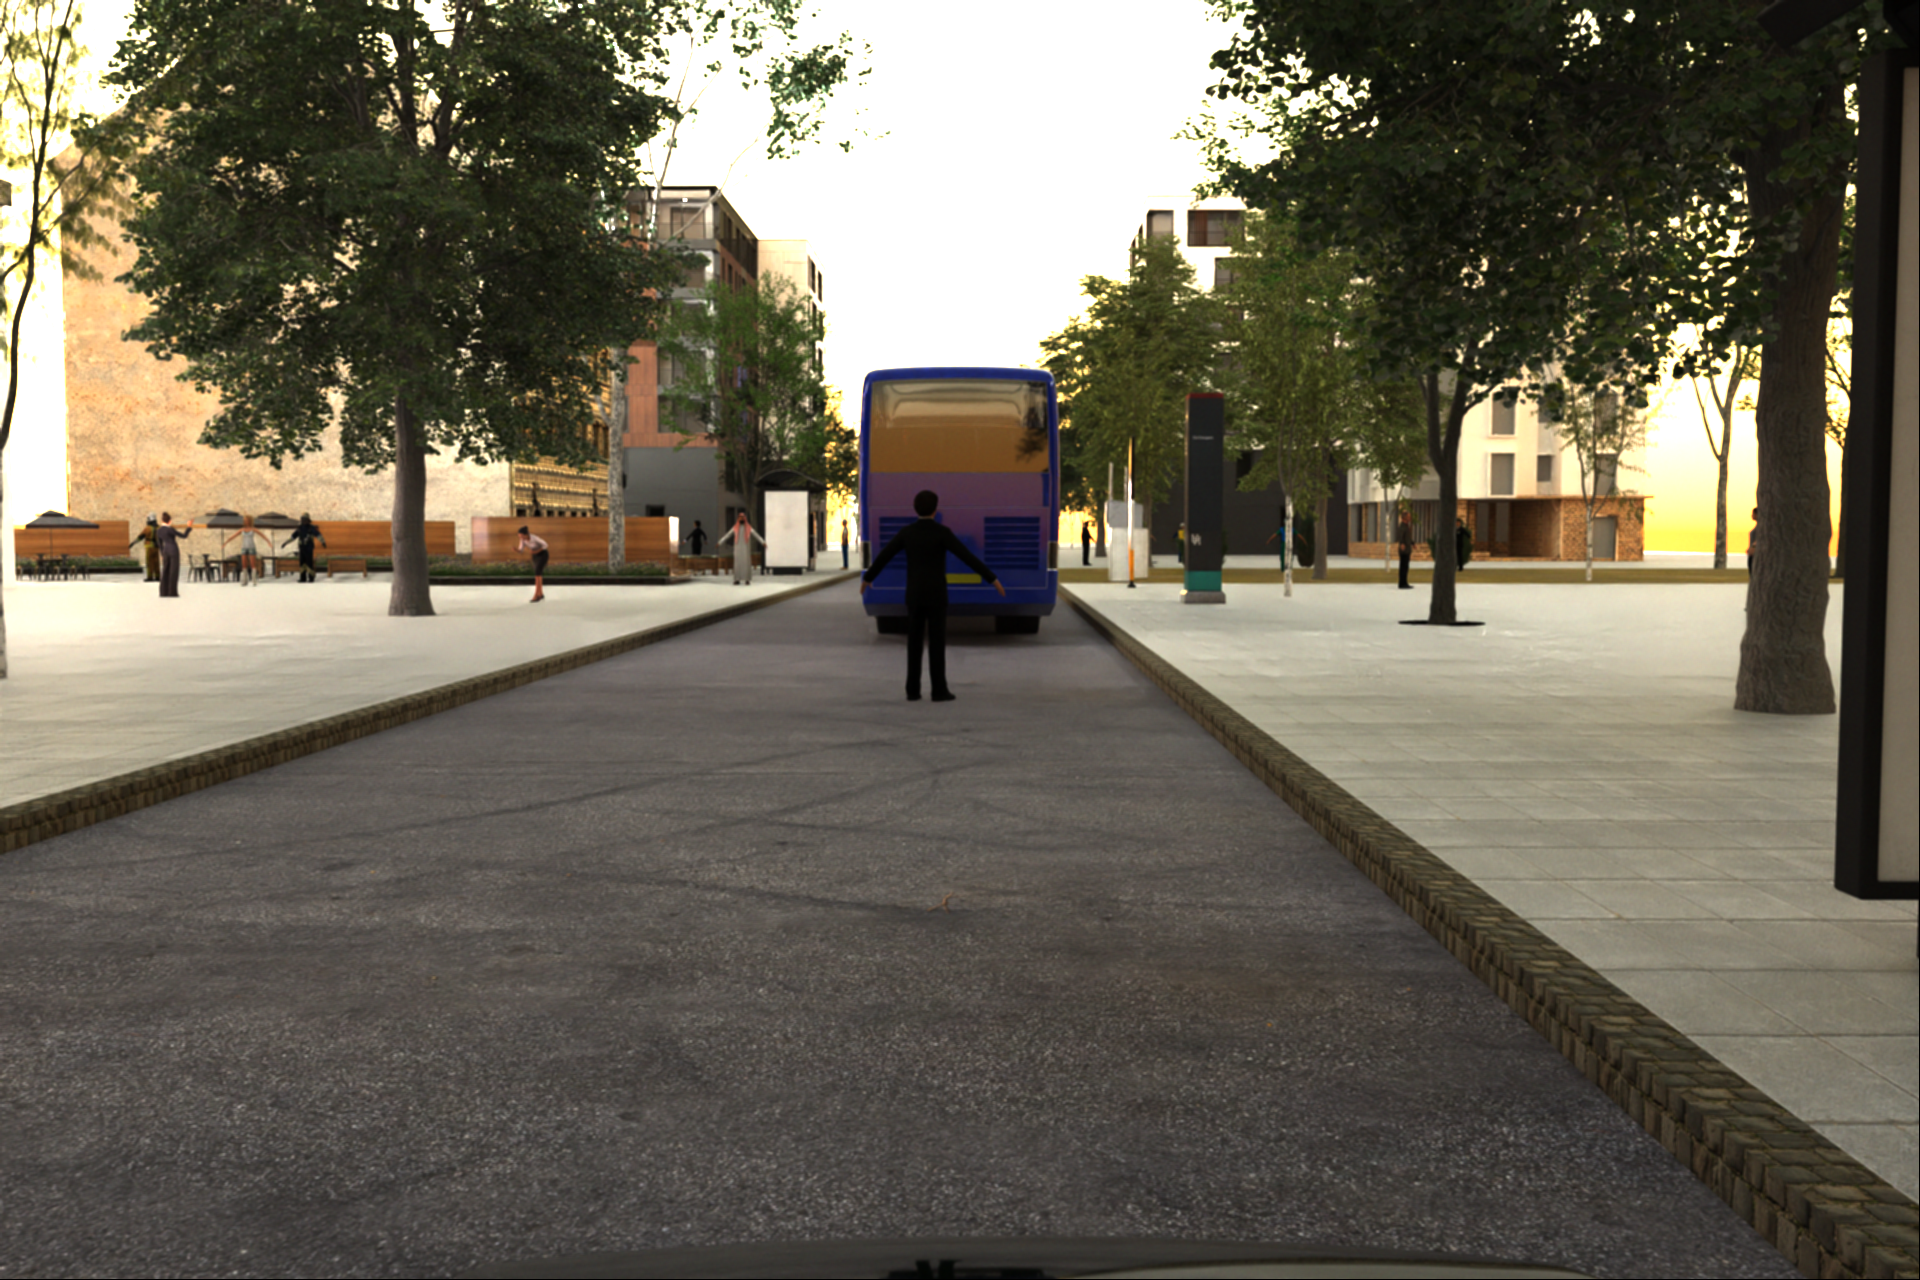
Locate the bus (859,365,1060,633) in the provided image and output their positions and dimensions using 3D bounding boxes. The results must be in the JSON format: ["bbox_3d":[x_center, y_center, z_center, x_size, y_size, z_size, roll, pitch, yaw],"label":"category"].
[{"bbox_3d":[-0.048,-2.218,27.816,2.896,3.916,12.251,0,4,0],"label":"bus"}]

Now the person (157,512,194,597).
[{"bbox_3d":[-15.983,-1.742,35.320,0.742,1.727,0.445,-1,4,-16],"label":"person"}]

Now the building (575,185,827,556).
[{"bbox_3d":[-24.515,-16.773,118.218,27.936,21.610,32.646,0,4,1],"label":"building"}]

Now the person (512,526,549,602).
[{"bbox_3d":[-8.072,-1.430,32.606,0.628,1.438,0.799,-1,4,-8],"label":"person"}]

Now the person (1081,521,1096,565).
[{"bbox_3d":[5.200,-3.955,70.882,0.704,1.802,1.346,-1,4,-18],"label":"person"}]

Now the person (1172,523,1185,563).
[{"bbox_3d":[9.940,-4.319,77.081,1.216,1.772,0.721,3,4,37],"label":"person"}]

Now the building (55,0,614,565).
[{"bbox_3d":[-27.246,-15.207,79.555,19.493,23.208,18.063,0,4,2],"label":"building"}]

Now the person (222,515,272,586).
[{"bbox_3d":[-17.528,-2.202,42.614,1.214,1.753,0.721,0,4,-4],"label":"person"}]

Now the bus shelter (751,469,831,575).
[{"bbox_3d":[-5.449,-3.832,56.575,2.014,3.302,5.546,0,4,0],"label":"bus shelter"}]

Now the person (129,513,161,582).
[{"bbox_3d":[-21.814,-2.506,46.742,0.705,1.858,1.354,1,4,21],"label":"person"}]

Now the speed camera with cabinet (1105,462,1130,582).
[{"bbox_3d":[4.330,-3.224,47.047,0.660,3.252,2.038,0,4,1],"label":"speed camera with cabinet"}]

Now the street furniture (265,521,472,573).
[{"bbox_3d":[-18.985,-3.272,60.359,11.010,1.723,9.812,-1,4,-18],"label":"street furniture"}]

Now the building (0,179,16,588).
[{"bbox_3d":[-23.641,-5.223,27.538,9.099,9.664,28.070,0,4,1],"label":"building"}]

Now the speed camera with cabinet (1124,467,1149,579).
[{"bbox_3d":[5.072,-3.413,50.143,0.660,3.252,2.038,0,4,0],"label":"speed camera with cabinet"}]

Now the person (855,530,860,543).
[{"bbox_3d":[-3.793,-3.871,69.474,0.705,1.806,1.347,3,5,39],"label":"person"}]

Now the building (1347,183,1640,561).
[{"bbox_3d":[26.464,-14.531,94.007,16.016,20.090,11.380,0,4,1],"label":"building"}]

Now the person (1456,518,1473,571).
[{"bbox_3d":[17.149,-3.290,59.727,0.705,1.837,1.347,-3,5,-39],"label":"person"}]

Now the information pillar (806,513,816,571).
[{"bbox_3d":[-5.162,-3.387,59.877,0.304,2.012,0.304,0,4,2],"label":"information pillar"}]

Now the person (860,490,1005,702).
[{"bbox_3d":[-0.274,-0.385,14.931,1.347,1.806,0.705,1,4,21],"label":"person"}]

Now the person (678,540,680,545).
[{"bbox_3d":[-13.507,-4.398,81.168,0.599,1.433,0.991,3,5,42],"label":"person"}]

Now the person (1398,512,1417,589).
[{"bbox_3d":[10.501,-2.116,40.774,0.705,1.807,1.348,2,4,27],"label":"person"}]

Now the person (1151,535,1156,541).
[{"bbox_3d":[8.988,-4.771,84.815,1.217,1.733,0.721,1,4,11],"label":"person"}]

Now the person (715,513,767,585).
[{"bbox_3d":[-5.534,-2.312,43.941,1.347,1.811,0.704,0,4,5],"label":"person"}]

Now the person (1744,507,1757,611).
[{"bbox_3d":[13.194,-1.350,28.888,0.721,1.737,1.217,1,4,23],"label":"person"}]

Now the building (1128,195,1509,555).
[{"bbox_3d":[25.428,-16.934,120.849,27.936,21.610,32.646,0,4,1],"label":"building"}]

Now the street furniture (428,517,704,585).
[{"bbox_3d":[-11.568,-2.387,45.889,9.812,1.723,11.010,0,4,-3],"label":"street furniture"}]

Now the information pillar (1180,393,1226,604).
[{"bbox_3d":[4.520,-2.617,32.159,0.750,3.857,0.750,0,4,1],"label":"information pillar"}]

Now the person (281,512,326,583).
[{"bbox_3d":[-17.295,-2.446,45.768,1.354,1.856,0.705,1,4,16],"label":"person"}]

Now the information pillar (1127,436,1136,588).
[{"bbox_3d":[4.123,-3.073,41.603,0.183,3.616,0.504,0,4,1],"label":"information pillar"}]

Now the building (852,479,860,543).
[{"bbox_3d":[-0.594,-18.087,240.322,28.070,9.664,9.099,0,4,4],"label":"building"}]

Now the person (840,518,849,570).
[{"bbox_3d":[-4.183,-3.468,62.559,0.705,1.847,1.347,0,4,-4],"label":"person"}]

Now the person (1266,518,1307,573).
[{"bbox_3d":[10.903,-3.161,57.815,1.347,1.817,0.704,0,4,5],"label":"person"}]

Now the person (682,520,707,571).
[{"bbox_3d":[-8.783,-3.103,57.461,0.721,1.740,1.216,2,4,32],"label":"person"}]

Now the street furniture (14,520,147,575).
[{"bbox_3d":[-31.562,-3.011,56.085,9.812,1.723,11.010,-3,5,-40],"label":"street furniture"}]
